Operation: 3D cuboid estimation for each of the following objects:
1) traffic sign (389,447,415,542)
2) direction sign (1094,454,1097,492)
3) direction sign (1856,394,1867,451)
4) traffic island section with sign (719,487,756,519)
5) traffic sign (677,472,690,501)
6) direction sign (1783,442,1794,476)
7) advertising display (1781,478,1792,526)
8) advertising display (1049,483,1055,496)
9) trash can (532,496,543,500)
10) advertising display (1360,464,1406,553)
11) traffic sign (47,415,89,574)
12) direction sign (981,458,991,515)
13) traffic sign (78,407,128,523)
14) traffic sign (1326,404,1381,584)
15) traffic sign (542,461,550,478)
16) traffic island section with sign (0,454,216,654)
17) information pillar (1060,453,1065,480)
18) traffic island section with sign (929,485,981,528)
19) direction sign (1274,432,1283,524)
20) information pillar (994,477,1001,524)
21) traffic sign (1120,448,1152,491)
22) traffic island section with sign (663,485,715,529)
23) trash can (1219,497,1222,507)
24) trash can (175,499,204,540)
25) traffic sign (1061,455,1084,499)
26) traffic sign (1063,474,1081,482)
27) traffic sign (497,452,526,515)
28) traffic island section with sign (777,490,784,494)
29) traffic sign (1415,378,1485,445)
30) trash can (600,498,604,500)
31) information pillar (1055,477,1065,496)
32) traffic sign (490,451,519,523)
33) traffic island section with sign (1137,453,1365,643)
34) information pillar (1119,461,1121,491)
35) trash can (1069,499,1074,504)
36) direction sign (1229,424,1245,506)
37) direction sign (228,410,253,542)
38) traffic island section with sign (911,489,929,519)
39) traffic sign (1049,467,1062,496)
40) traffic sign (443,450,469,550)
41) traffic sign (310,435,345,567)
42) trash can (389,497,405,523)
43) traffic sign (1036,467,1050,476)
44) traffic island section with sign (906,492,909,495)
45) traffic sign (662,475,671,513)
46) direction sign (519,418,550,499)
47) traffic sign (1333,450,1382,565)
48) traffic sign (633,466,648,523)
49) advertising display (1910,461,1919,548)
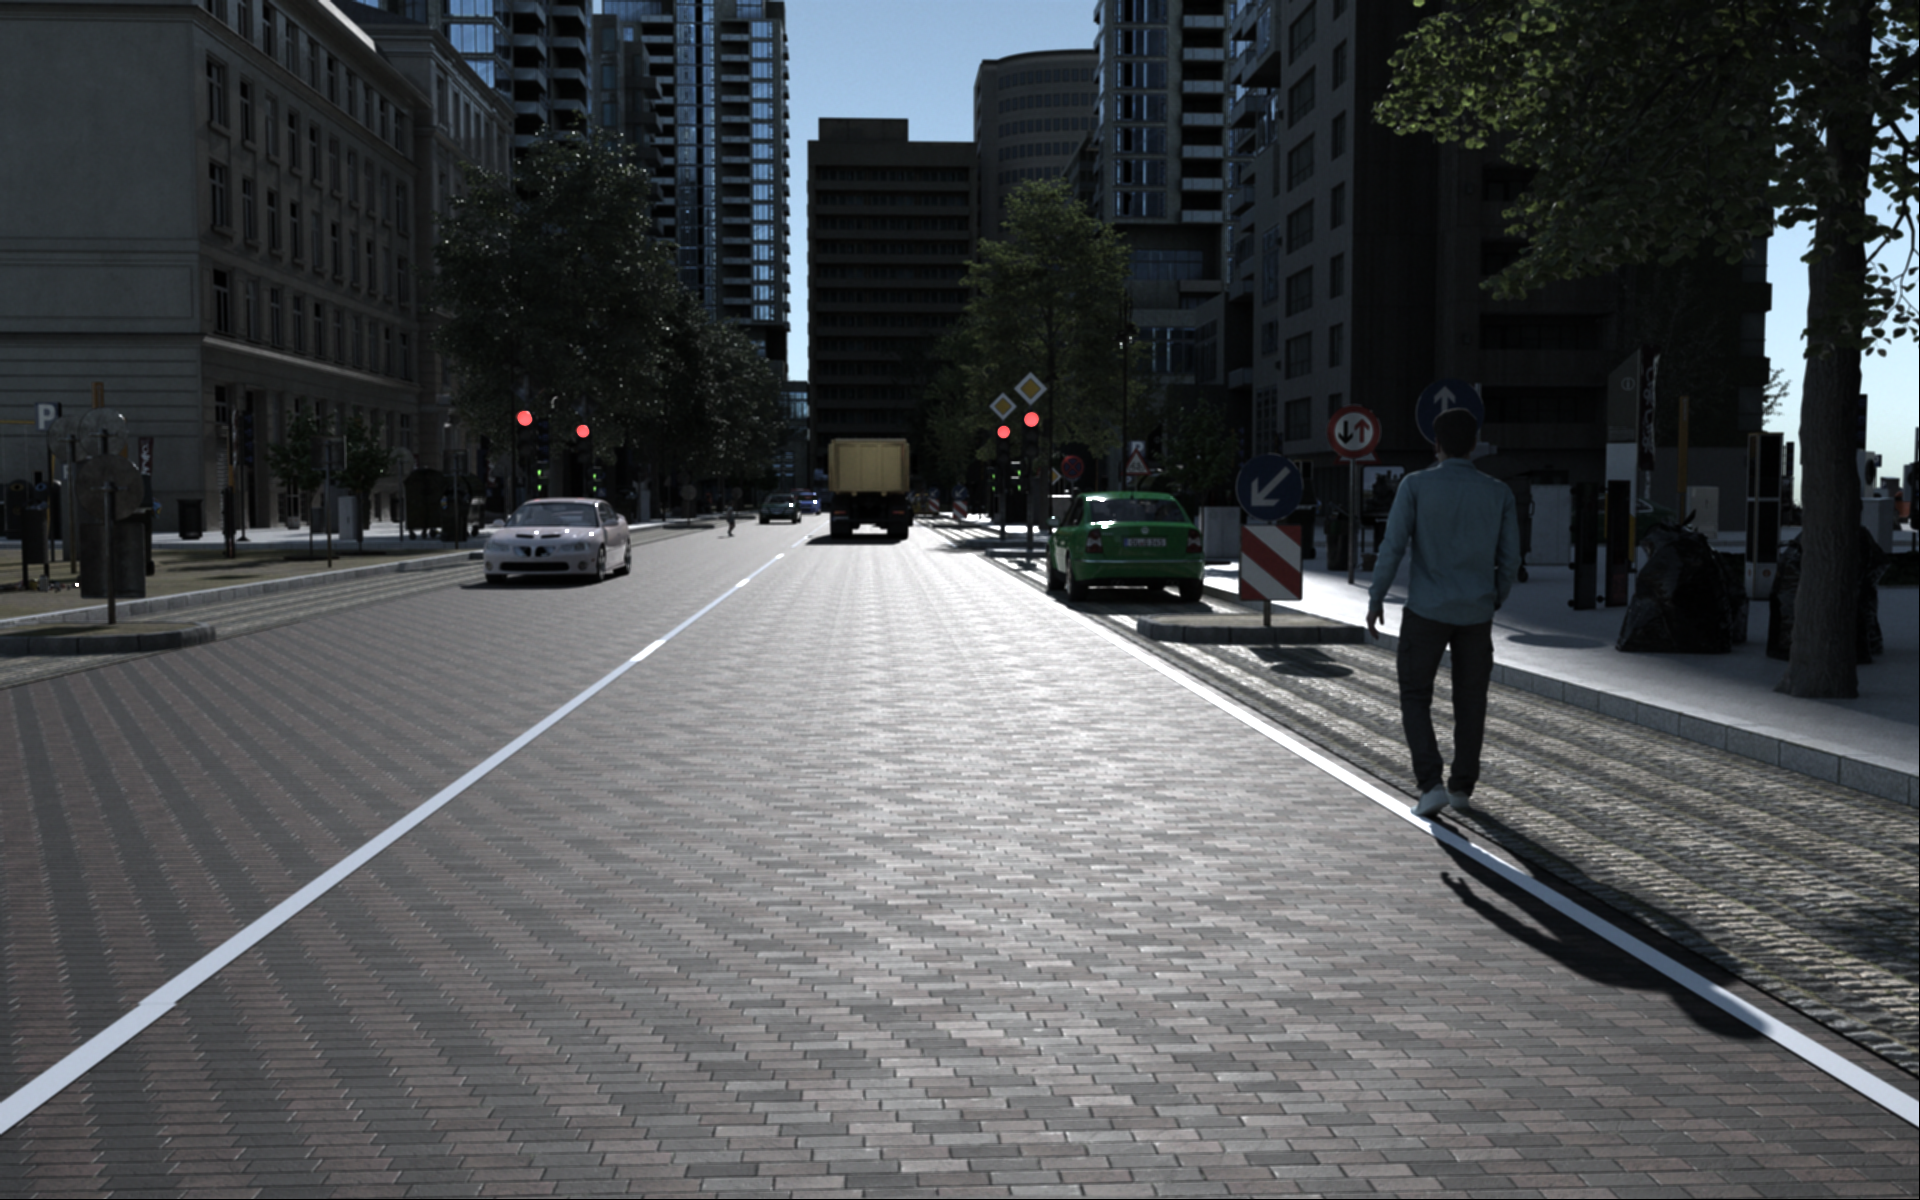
[{"bbox_3d":[-15.094,-2.852,46.736,0.768,2.556,0.104,0,4,3],"label":"traffic sign"},{"bbox_3d":[7.676,-6.492,98.143,0.379,3.537,0.876,1,4,10],"label":"direction sign"},{"bbox_3d":[20.101,-2.895,39.326,0.876,3.537,0.379,0,4,0],"label":"direction sign"},{"bbox_3d":[-12.695,-5.521,98.902,1.989,1.847,2.006,0,4,-3],"label":"traffic island section with sign"},{"bbox_3d":[-15.534,-5.946,97.327,0.768,2.556,0.104,0,4,6],"label":"traffic sign"},{"bbox_3d":[35.920,-5.111,75.554,0.379,3.537,0.876,-2,4,-32],"label":"direction sign"},{"bbox_3d":[32.496,-3.888,68.779,0.974,1.923,0.123,3,5,42],"label":"advertising display"},{"bbox_3d":[4.088,-4.538,79.404,0.123,1.923,0.974,-2,4,-26],"label":"advertising display"},{"bbox_3d":[-28.285,-6.366,115.735,0.748,1.137,0.748,0,3,0],"label":"trash can"},{"bbox_3d":[9.215,-1.991,37.765,0.974,1.923,0.123,0,4,-1],"label":"advertising display"},{"bbox_3d":[-14.271,-1.694,27.810,0.768,2.556,0.104,0,4,1],"label":"traffic sign"},{"bbox_3d":[1.594,-7.141,108.746,0.876,3.537,0.379,2,4,28],"label":"direction sign"},{"bbox_3d":[-12.562,-1.546,25.391,0.768,2.556,0.104,0,4,5],"label":"traffic sign"},{"bbox_3d":[5.602,-1.506,24.726,0.768,2.556,0.104,0,4,4],"label":"traffic sign"},{"bbox_3d":[-15.777,-4.088,66.950,0.768,2.556,0.104,0,4,6],"label":"traffic sign"},{"bbox_3d":[-8.225,-0.471,16.336,1.989,1.847,2.006,0,4,-3],"label":"traffic island section with sign"},{"bbox_3d":[5.897,-6.626,99.685,0.183,3.616,0.504,2,4,34],"label":"information pillar"},{"bbox_3d":[-0.153,-3.939,73.032,1.989,1.847,2.006,0,4,-3],"label":"traffic island section with sign"},{"bbox_3d":[11.770,-4.409,64.087,0.379,3.537,0.876,0,4,-8],"label":"direction sign"},{"bbox_3d":[1.643,-4.217,73.437,0.304,2.012,0.304,-3,5,-44],"label":"information pillar"},{"bbox_3d":[4.961,-2.986,48.830,0.884,2.594,0.081,0,4,6],"label":"traffic sign"},{"bbox_3d":[-11.222,-3.867,71.846,1.989,1.847,2.006,0,4,-3],"label":"traffic island section with sign"},{"bbox_3d":[11.983,-4.146,79.438,0.748,1.137,0.748,0,3,0],"label":"trash can"},{"bbox_3d":[-21.709,-2.275,48.850,0.748,1.137,0.748,0,3,0],"label":"trash can"},{"bbox_3d":[3.675,-3.455,56.592,0.768,2.556,0.104,0,4,5],"label":"traffic sign"},{"bbox_3d":[4.611,-4.344,71.131,0.768,2.556,0.104,0,4,3],"label":"traffic sign"},{"bbox_3d":[-13.813,-3.261,53.316,0.884,2.594,0.081,0,4,-2],"label":"traffic sign"},{"bbox_3d":[-15.434,-8.619,149.546,1.989,1.847,2.006,0,4,-3],"label":"traffic island section with sign"},{"bbox_3d":[5.385,-1.164,19.135,0.768,2.556,0.104,0,4,-3],"label":"traffic sign"},{"bbox_3d":[-13.166,-3.095,62.261,0.748,1.137,0.748,0,3,0],"label":"trash can"},{"bbox_3d":[5.197,-5.165,88.940,0.304,2.012,0.304,1,4,22],"label":"information pillar"},{"bbox_3d":[-13.596,-3.163,51.721,0.884,2.594,0.081,0,4,0],"label":"traffic sign"},{"bbox_3d":[2.846,-0.543,17.503,1.989,1.847,2.006,0,4,-3],"label":"traffic island section with sign"},{"bbox_3d":[11.331,-8.049,122.961,0.183,3.616,0.504,0,4,-2],"label":"information pillar"},{"bbox_3d":[3.602,-2.431,51.402,0.748,1.137,0.748,0,3,0],"label":"trash can"},{"bbox_3d":[9.016,-3.944,56.478,0.379,3.537,0.876,-2,4,-25],"label":"direction sign"},{"bbox_3d":[-19.421,-3.354,46.841,0.379,3.537,0.876,1,4,18],"label":"direction sign"},{"bbox_3d":[-1.647,-5.612,100.380,1.989,1.847,2.006,0,4,-3],"label":"traffic island section with sign"},{"bbox_3d":[3.923,-4.416,73.389,0.795,2.450,0.064,0,4,2],"label":"traffic sign"},{"bbox_3d":[-11.637,-2.315,39.987,0.606,2.300,0.079,0,4,6],"label":"traffic sign"},{"bbox_3d":[-11.025,-1.719,30.240,0.606,2.300,0.079,0,4,1],"label":"traffic sign"},{"bbox_3d":[-25.224,-4.041,77.722,0.748,1.137,0.748,0,3,0],"label":"trash can"},{"bbox_3d":[3.810,-4.760,77.939,0.768,2.556,0.104,0,4,5],"label":"traffic sign"},{"bbox_3d":[-5.764,-10.274,176.607,1.989,1.847,2.006,0,4,-3],"label":"traffic island section with sign"},{"bbox_3d":[-19.225,-7.001,114.465,0.884,2.594,0.081,0,4,-2],"label":"traffic sign"},{"bbox_3d":[-12.600,-3.626,51.280,0.876,3.537,0.379,-1,4,-18],"label":"direction sign"},{"bbox_3d":[7.164,-1.913,31.285,0.884,2.594,0.081,0,4,1],"label":"traffic sign"},{"bbox_3d":[-14.343,-4.730,77.439,0.768,2.556,0.104,0,4,1],"label":"traffic sign"},{"bbox_3d":[18.979,-1.735,33.588,0.974,1.923,0.123,1,4,8],"label":"advertising display"}]
